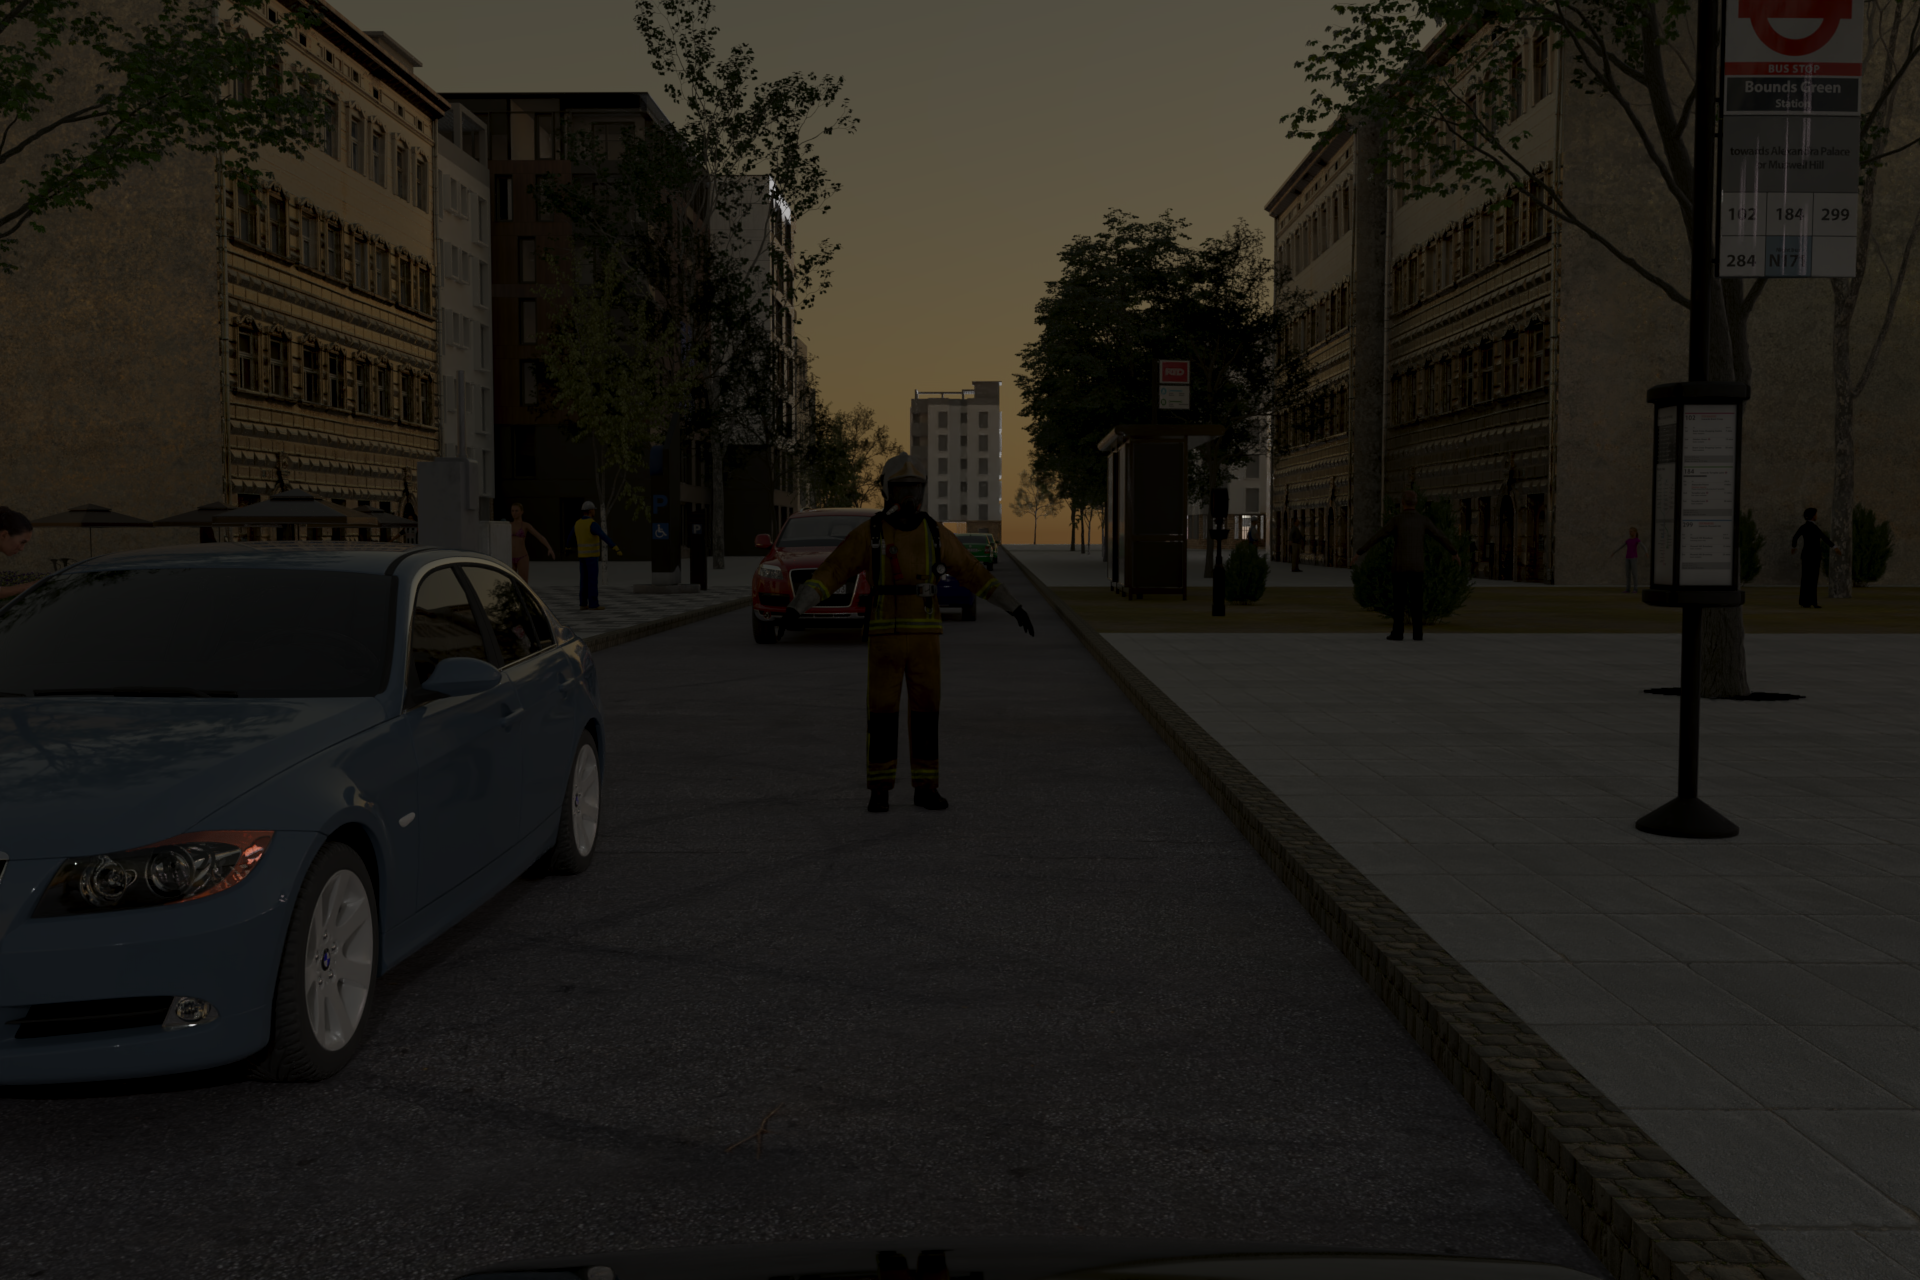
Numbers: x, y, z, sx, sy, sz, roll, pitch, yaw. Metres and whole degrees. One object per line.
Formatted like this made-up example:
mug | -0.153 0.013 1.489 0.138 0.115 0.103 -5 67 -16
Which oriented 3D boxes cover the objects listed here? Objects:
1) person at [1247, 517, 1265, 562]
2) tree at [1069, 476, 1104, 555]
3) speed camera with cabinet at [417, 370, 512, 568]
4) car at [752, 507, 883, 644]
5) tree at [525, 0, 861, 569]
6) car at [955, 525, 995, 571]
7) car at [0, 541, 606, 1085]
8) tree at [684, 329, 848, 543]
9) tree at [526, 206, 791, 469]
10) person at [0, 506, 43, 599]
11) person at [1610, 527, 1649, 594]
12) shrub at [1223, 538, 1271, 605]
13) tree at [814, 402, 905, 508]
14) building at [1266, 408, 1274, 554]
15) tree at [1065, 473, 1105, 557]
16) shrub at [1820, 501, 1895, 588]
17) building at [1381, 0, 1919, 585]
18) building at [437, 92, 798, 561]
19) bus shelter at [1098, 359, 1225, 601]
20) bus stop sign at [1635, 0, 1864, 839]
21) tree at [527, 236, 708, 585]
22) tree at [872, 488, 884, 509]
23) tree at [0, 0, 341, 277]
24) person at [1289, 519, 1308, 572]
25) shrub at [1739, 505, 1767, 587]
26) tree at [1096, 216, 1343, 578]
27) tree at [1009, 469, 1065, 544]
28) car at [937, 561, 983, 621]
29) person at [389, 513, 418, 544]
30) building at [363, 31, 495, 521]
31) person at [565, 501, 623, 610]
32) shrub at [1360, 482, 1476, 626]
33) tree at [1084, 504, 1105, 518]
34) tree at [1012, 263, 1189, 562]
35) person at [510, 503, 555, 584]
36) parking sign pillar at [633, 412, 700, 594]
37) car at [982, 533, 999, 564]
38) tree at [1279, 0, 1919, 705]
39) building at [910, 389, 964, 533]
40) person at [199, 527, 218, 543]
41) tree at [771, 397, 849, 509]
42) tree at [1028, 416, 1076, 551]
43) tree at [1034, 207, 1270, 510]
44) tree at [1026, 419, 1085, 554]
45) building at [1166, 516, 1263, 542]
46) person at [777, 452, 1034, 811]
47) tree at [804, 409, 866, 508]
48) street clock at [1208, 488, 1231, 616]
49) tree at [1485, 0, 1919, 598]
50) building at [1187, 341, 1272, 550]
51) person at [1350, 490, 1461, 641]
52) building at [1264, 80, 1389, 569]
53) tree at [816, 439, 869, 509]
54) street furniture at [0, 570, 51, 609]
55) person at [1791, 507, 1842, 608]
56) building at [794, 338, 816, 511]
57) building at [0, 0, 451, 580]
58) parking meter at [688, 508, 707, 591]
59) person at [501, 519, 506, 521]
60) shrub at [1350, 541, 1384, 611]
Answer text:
person | 9.501 -3.061 55.897 0.705 1.847 1.347 -1 4 -11
tree | 8.070 -9.568 106.798 4.737 8.622 4.395 0 3 0
speed camera with cabinet | -6.201 -1.675 21.727 0.660 3.252 2.038 0 4 2
car | -1.643 -0.957 24.316 2.281 1.827 5.304 0 4 1
tree | -9.884 -12.583 61.619 12.611 20.169 13.585 0 3 0
car | 0.430 -3.665 68.721 1.959 1.807 4.718 0 4 1
car | -2.462 0.363 6.071 2.014 1.417 4.499 0 4 1
tree | -8.263 -8.582 74.726 7.601 10.594 8.767 0 4 5
tree | -8.803 -7.088 50.302 8.767 10.594 7.601 0 4 6
person | -5.459 -0.015 9.473 0.628 1.438 0.799 3 4 37
person | 14.484 -1.723 37.443 0.599 1.433 0.991 -2 4 -29
shrub | 5.117 -1.231 31.239 1.383 1.207 1.383 0 3 0
tree | -6.895 -11.418 121.099 8.767 10.594 7.601 1 4 22
building | 23.608 -9.438 96.454 9.099 9.664 28.070 0 4 1
tree | 8.293 -9.000 97.512 4.360 8.622 3.978 0 3 0
shrub | 21.605 -2.309 41.799 1.661 2.075 1.752 0 3 0
building | 24.135 -13.501 51.665 19.493 23.208 18.063 0 4 0
building | -24.734 -15.466 96.841 27.936 21.610 32.646 0 4 1
bus shelter | 4.149 -3.657 37.429 2.179 5.291 8.768 0 4 1
bus stop sign | 3.361 -1.141 7.362 0.855 3.939 0.416 0 4 1
tree | -8.747 -5.686 43.331 4.737 8.622 4.395 0 3 0
tree | -8.298 -16.179 214.884 4.360 8.622 3.978 0 3 0
tree | -9.228 -5.467 15.139 9.928 11.665 9.643 0 3 0
person | 11.407 -3.203 58.643 0.705 1.796 1.348 3 4 36
shrub | 18.678 -2.325 42.051 1.661 2.075 1.752 0 3 0
tree | 7.600 -7.093 50.380 7.601 10.594 8.767 -1 4 -14
tree | 9.647 -17.208 215.757 7.601 10.594 8.767 0 4 -6
car | -0.564 -1.058 29.880 1.945 1.354 3.894 0 4 0
person | -14.478 -2.422 45.737 1.345 1.843 0.704 0 4 3
building | -26.733 -12.863 66.737 16.016 20.090 11.380 0 4 2
person | -6.243 -1.423 29.241 1.349 1.833 0.705 3 4 36
shrub | 6.480 -1.229 24.519 1.690 2.028 1.600 0 3 0
tree | 18.890 -17.476 220.143 7.601 10.594 8.767 0 4 -4
tree | 6.987 -10.585 79.720 9.857 13.997 8.962 0 3 0
person | -6.458 -1.123 25.167 1.217 1.733 0.721 0 4 8
parking sign pillar | -6.400 -3.010 37.678 1.447 3.967 1.447 0 4 1
car | 0.965 -4.677 85.269 1.959 1.807 4.718 0 4 1
tree | 5.967 -5.363 13.448 9.928 11.665 9.643 0 3 0
building | -5.923 -22.001 218.588 11.380 20.090 16.016 0 4 3
person | -17.240 -2.058 39.791 0.704 1.812 1.346 -2 4 -35
tree | -7.386 -8.644 91.689 4.360 8.622 3.978 0 3 0
tree | 8.475 -12.391 128.352 9.928 11.665 9.643 0 3 0
tree | 7.268 -9.786 66.656 9.857 13.997 8.962 0 3 0
tree | 8.194 -10.964 113.679 8.767 10.594 7.601 1 4 14
building | 26.567 -14.658 181.808 9.099 9.664 28.070 0 4 1
person | -0.287 -0.047 9.001 1.354 1.858 0.705 -1 4 -14
tree | -7.690 -9.334 102.965 4.737 8.622 4.395 0 3 0
street clock | 4.042 -1.373 27.017 0.358 2.002 0.471 0 4 1
tree | 16.699 -10.836 33.064 12.611 20.169 13.585 0 3 0
building | 25.264 -18.324 156.016 16.016 20.090 11.380 0 4 1
person | 5.403 -0.901 20.913 1.348 1.807 0.705 0 4 -2
building | 23.589 -14.684 71.013 19.493 23.208 18.063 0 4 1
tree | -16.427 -18.823 214.417 9.857 13.997 8.962 0 3 0
street furniture | -17.749 -1.354 28.995 9.812 1.723 11.010 -1 4 -17
person | 14.824 -1.427 30.048 0.721 1.740 1.216 -1 4 -11
building | -22.920 -17.659 155.188 16.747 18.905 31.486 0 4 1
building | -27.716 -13.538 52.275 19.493 23.208 18.063 0 4 0
parking meter | -5.953 -2.054 39.302 0.399 1.863 0.255 0 4 3
person | -15.986 -3.339 60.713 1.347 1.817 0.704 0 4 0
shrub | 6.974 -1.082 28.812 1.383 1.207 1.383 0 3 0
